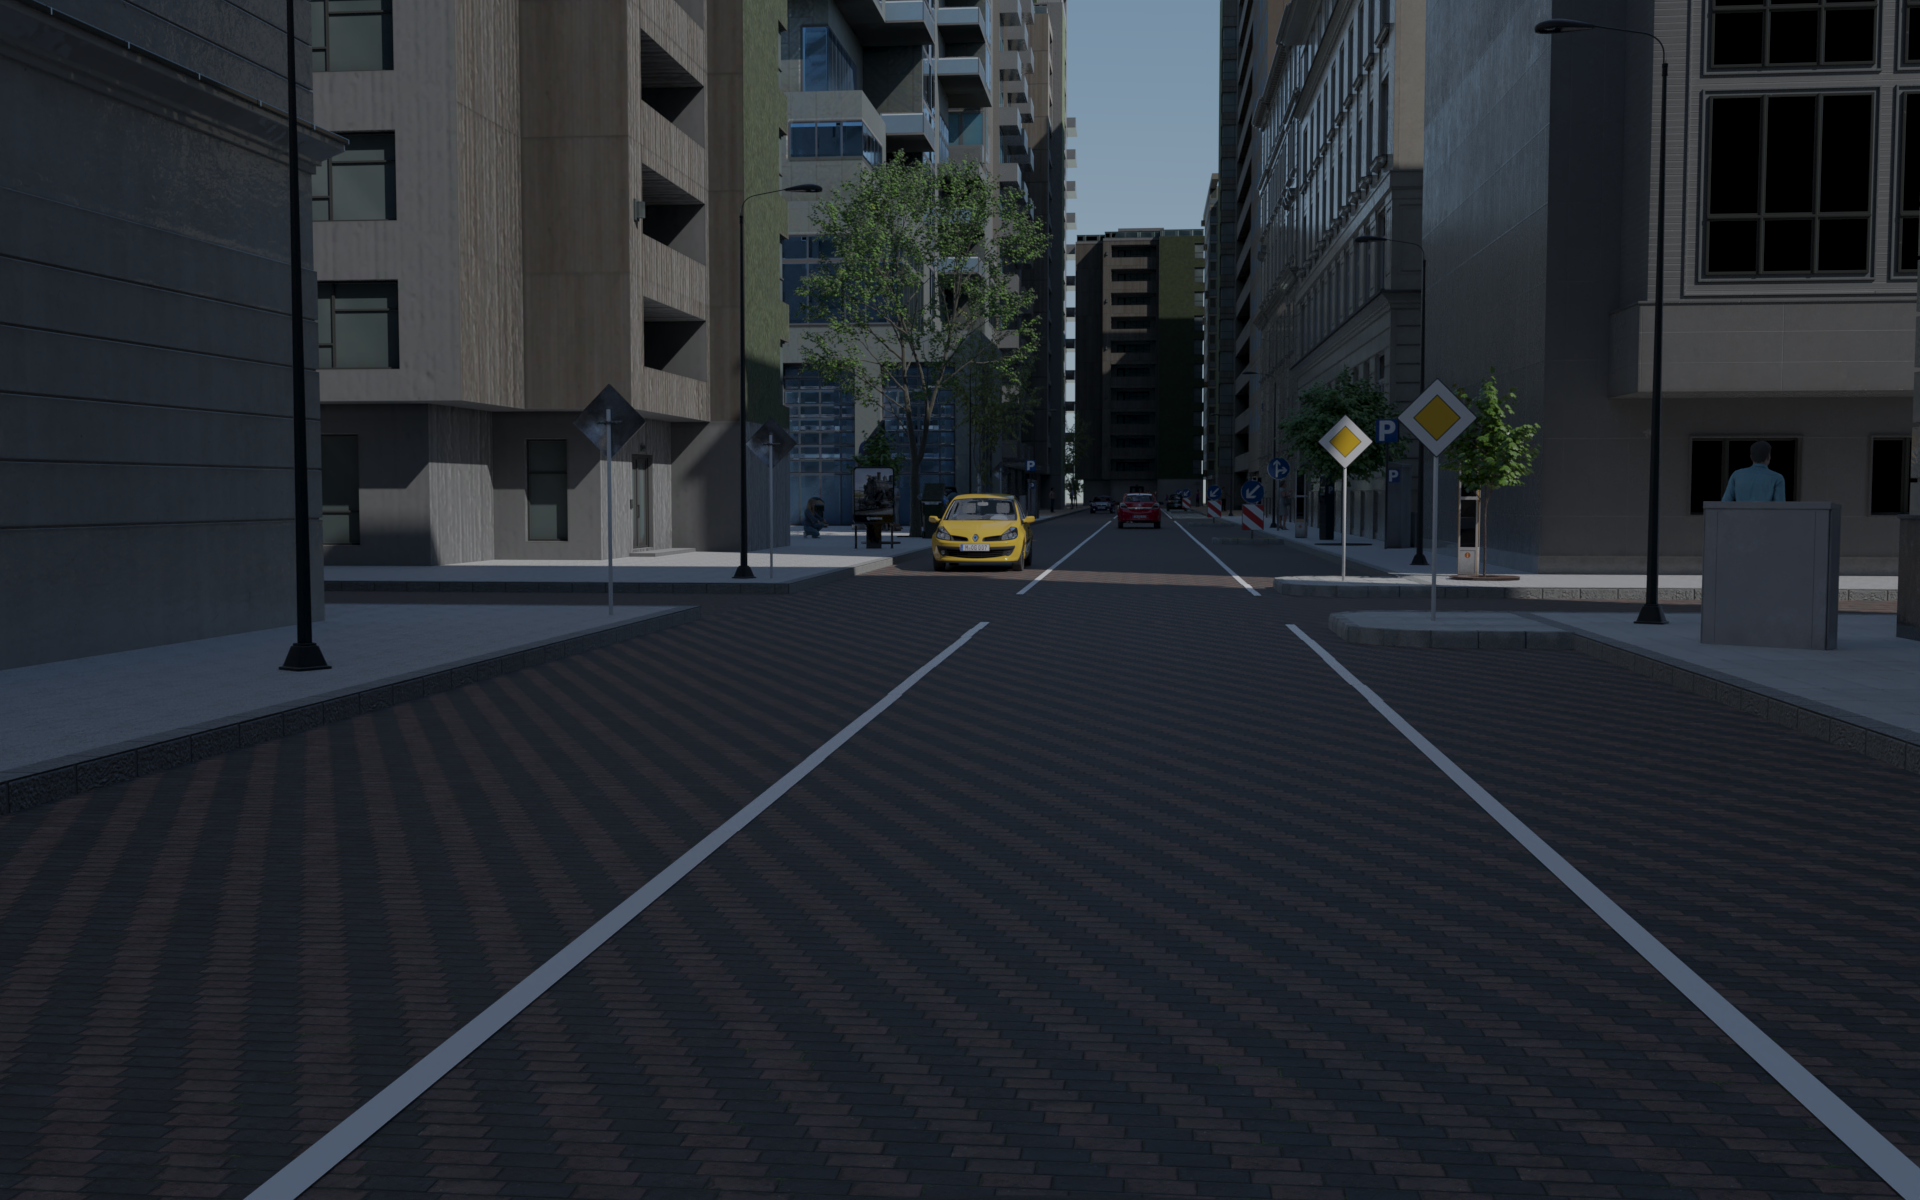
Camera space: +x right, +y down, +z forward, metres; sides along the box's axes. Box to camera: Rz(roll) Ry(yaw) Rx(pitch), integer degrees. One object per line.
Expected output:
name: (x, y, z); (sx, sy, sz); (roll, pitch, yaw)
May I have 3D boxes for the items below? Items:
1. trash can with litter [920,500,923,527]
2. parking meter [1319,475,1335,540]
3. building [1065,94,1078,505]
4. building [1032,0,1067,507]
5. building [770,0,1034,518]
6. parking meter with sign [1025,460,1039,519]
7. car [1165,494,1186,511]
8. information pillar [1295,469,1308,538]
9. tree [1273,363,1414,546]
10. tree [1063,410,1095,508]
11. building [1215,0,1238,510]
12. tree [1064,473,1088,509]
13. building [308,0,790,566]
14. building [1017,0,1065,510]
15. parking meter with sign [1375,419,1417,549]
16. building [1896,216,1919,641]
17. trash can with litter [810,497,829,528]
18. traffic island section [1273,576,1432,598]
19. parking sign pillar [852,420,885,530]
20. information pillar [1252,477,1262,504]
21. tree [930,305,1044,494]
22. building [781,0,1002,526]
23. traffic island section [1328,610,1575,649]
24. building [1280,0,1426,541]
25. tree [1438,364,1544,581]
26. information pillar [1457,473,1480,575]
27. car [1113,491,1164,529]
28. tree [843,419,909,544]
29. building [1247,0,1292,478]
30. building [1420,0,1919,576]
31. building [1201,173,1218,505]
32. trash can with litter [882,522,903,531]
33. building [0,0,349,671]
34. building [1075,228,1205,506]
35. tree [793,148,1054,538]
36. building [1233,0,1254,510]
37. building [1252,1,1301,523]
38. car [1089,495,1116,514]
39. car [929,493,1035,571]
trash can with litter: (-1.634, -3.441, 67.648); (0.624, 1.170, 1.055); (0, 4, 0)
parking meter: (10.234, -2.606, 48.325); (0.399, 1.863, 0.255); (-2, 4, -34)
building: (-1.820, -35.453, 199.267); (30.456, 49.044, 23.786); (0, 4, 6)
building: (-4.014, -38.177, 166.200); (28.212, 58.520, 21.231); (0, 4, 6)
building: (-6.584, -30.476, 117.892); (23.786, 49.044, 30.456); (0, 4, 6)
parking meter with sign: (3.805, -5.738, 90.082); (0.543, 3.016, 1.738); (1, 4, 11)
car: (18.046, -8.211, 144.042); (2.009, 1.686, 4.222); (0, 4, 6)
information pillar: (9.953, -2.812, 50.465); (0.304, 2.012, 0.304); (2, 4, 25)
tree: (9.644, -3.665, 43.635); (4.285, 4.588, 4.351); (0, 3, 0)
tree: (9.491, -12.220, 150.154); (4.737, 8.622, 4.395); (0, 3, 0)
building: (28.214, -28.071, 142.553); (14.154, 41.232, 14.086); (0, 4, 6)
tree: (10.721, -10.111, 159.918); (1.663, 3.219, 1.824); (0, 3, 0)
building: (-11.928, -16.172, 36.116); (14.160, 30.474, 14.107); (0, 4, 6)
building: (1.151, -27.947, 140.525); (14.154, 41.232, 14.086); (0, 4, 6)
parking meter with sign: (10.384, -2.731, 40.916); (0.543, 3.016, 1.738); (2, 4, 35)
building: (12.731, -12.528, 2.094); (12.463, 27.353, 25.104); (0, 4, 6)
trash can with litter: (-5.329, -3.362, 66.363); (0.624, 1.170, 1.055); (-2, 4, -30)
traffic island section: (5.684, -0.196, 25.486); (2.009, 0.180, 2.903); (0, 4, 6)
parking sign pillar: (-3.203, -4.534, 62.610); (1.447, 3.967, 1.447); (2, 4, 27)
information pillar: (12.457, -4.169, 72.658); (0.304, 2.012, 0.304); (-2, 4, -34)
tree: (0.950, -6.980, 64.483); (4.737, 8.622, 4.395); (0, 3, 0)
building: (-8.662, -47.083, 82.473); (22.319, 86.520, 31.000); (0, 4, 6)
traffic island section: (4.839, 0.290, 17.546); (2.009, 0.180, 2.903); (0, 4, 6)
building: (20.145, -13.809, 59.062); (16.112, 22.955, 30.059); (0, 4, 6)
tree: (7.889, -1.908, 25.790); (1.663, 3.219, 1.824); (0, 3, 0)
information pillar: (7.906, -1.370, 26.889); (0.304, 2.012, 0.304); (1, 4, 22)
car: (7.572, -3.931, 73.304); (2.155, 1.783, 4.494); (0, 4, 5)
tree: (-2.182, -3.060, 44.627); (1.663, 3.219, 1.824); (0, 3, 0)
building: (25.273, -27.880, 105.953); (14.600, 45.320, 14.200); (0, 4, 6)
building: (24.625, -12.941, 30.654); (30.058, 24.678, 14.314); (0, 4, 6)
building: (39.796, -30.931, 197.610); (23.993, 40.220, 32.217); (0, 4, 6)
trash can with litter: (-2.396, -2.988, 60.236); (1.055, 1.170, 0.624); (3, 5, 43)
building: (-28.587, -14.353, 11.088); (44.131, 29.872, 17.030); (0, 4, 6)
building: (19.713, -25.640, 190.922); (14.107, 30.474, 14.160); (0, 4, 6)
tree: (-1.218, -7.673, 51.216); (9.928, 11.665, 9.643); (0, 3, 0)
building: (31.097, -30.606, 124.115); (21.300, 48.544, 21.600); (0, 4, 6)
building: (21.553, -17.700, 86.653); (12.463, 27.353, 25.104); (0, 4, 6)
car: (10.596, -7.095, 128.582); (1.945, 1.354, 3.894); (0, 4, 8)
car: (0.468, -1.421, 33.452); (2.015, 1.641, 3.980); (0, 4, 6)
